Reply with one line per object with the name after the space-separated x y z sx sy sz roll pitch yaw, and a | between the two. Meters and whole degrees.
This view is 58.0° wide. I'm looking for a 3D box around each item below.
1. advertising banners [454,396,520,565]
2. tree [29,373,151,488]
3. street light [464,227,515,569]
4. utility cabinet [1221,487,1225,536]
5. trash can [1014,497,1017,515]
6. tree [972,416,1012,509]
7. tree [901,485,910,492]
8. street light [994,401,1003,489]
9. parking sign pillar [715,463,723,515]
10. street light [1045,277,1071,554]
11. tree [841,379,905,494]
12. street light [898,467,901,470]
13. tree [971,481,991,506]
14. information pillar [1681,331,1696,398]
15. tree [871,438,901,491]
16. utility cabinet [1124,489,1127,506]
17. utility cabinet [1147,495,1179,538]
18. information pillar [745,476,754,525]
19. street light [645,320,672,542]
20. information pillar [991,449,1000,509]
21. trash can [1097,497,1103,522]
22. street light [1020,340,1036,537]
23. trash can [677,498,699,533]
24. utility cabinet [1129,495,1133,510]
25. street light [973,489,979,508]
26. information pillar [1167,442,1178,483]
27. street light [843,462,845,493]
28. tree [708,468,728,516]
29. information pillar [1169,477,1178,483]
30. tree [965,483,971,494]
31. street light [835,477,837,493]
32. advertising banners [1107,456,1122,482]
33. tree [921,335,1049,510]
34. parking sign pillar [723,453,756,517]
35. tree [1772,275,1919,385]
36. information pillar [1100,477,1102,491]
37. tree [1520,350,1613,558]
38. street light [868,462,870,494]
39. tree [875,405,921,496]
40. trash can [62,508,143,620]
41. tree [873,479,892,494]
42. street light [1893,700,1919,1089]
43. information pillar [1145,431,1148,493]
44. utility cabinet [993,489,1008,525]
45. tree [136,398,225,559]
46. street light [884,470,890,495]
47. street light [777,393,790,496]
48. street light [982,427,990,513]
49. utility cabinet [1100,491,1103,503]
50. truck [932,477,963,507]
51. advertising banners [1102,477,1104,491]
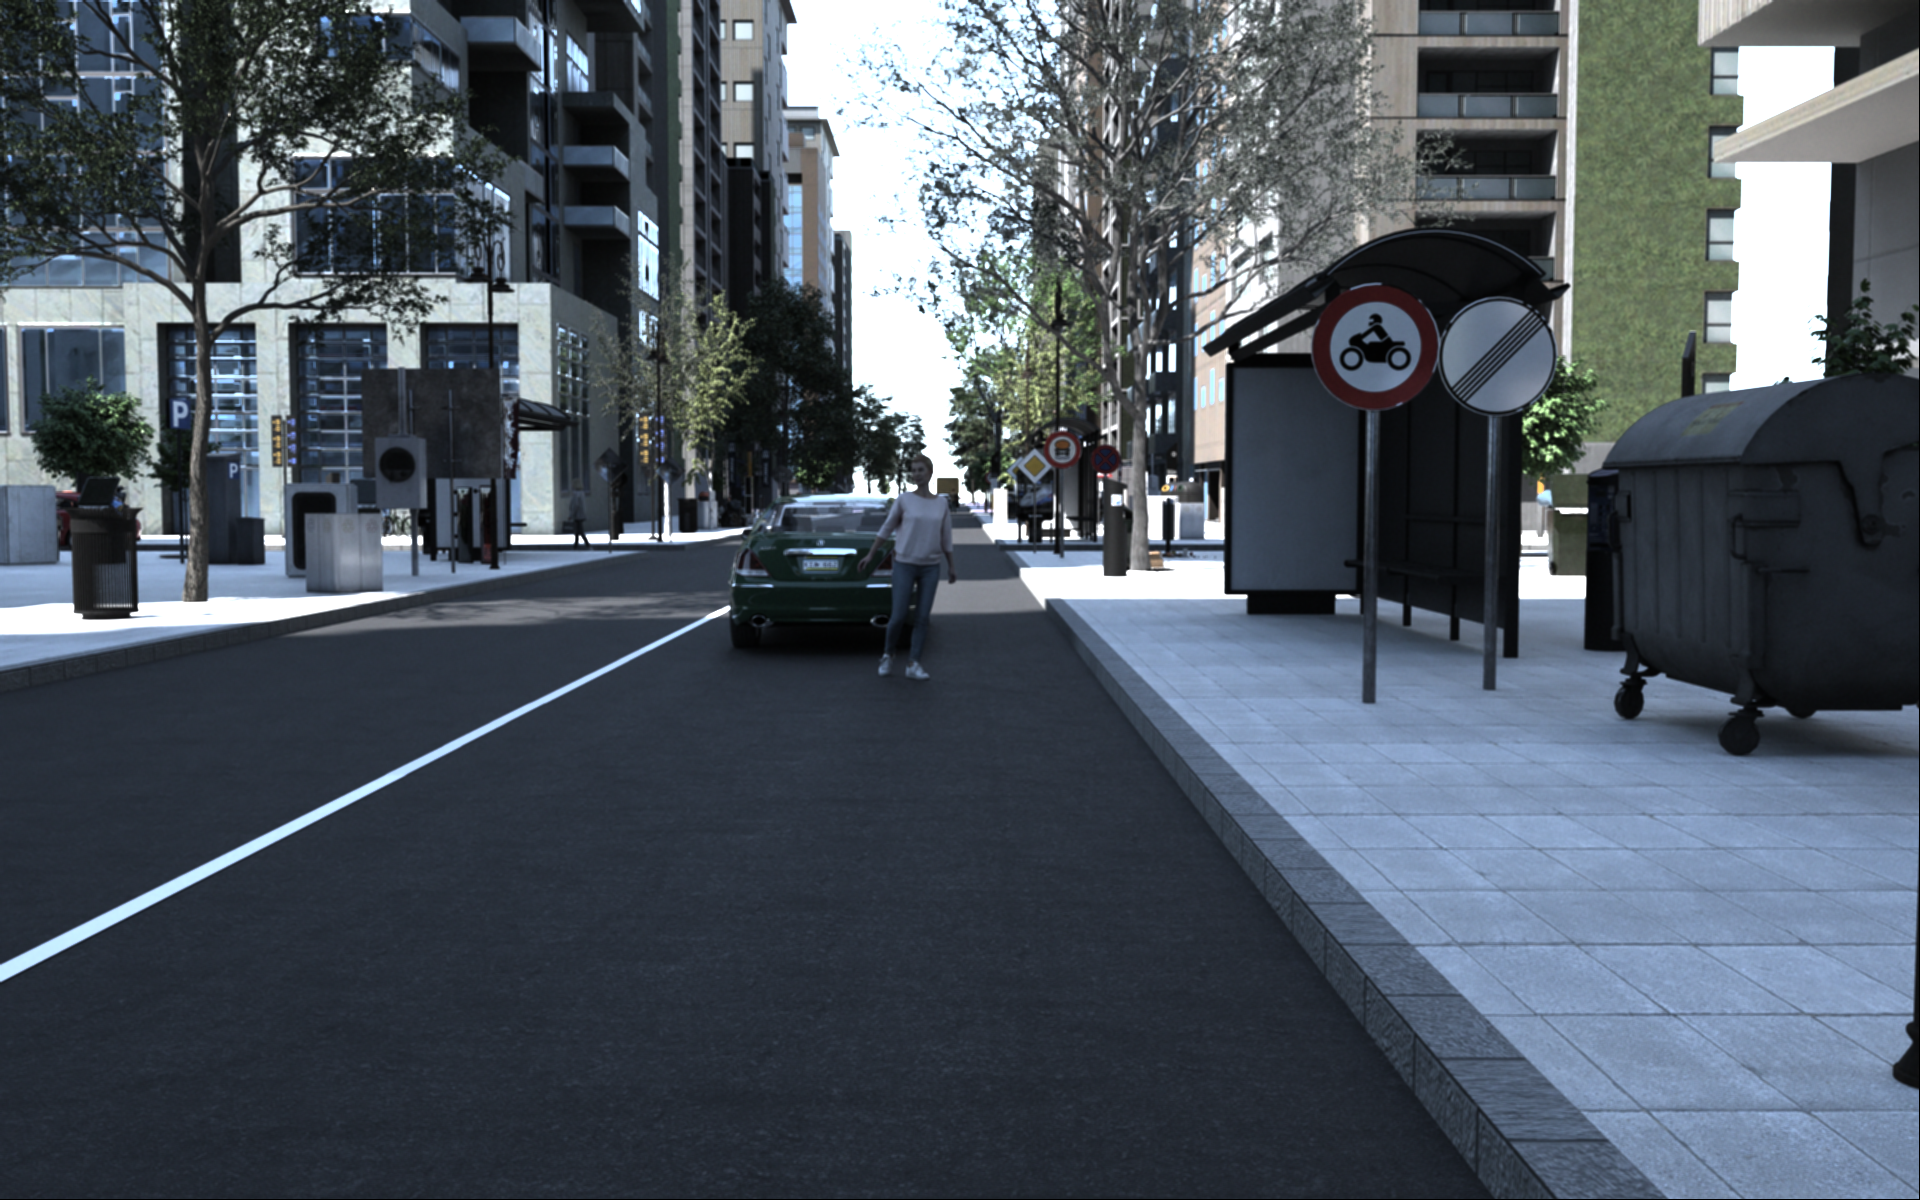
-8.633 -2.166 31.610 2.074 3.025 0.090 3 5 41 | advertising banners
-23.605 -3.877 47.097 4.285 4.588 4.351 0 3 0 | tree
-7.979 -3.470 29.515 0.468 5.910 1.993 0 3 0 | street light
8.025 -2.653 52.051 0.318 1.500 1.173 0 4 4 | utility cabinet
3.419 -5.360 99.286 0.748 1.137 0.748 0 3 0 | trash can
2.935 -13.609 172.864 4.360 8.622 3.978 0 3 0 | tree
-8.753 -17.339 278.094 1.663 3.219 1.824 0 3 0 | tree
1.928 -6.932 86.133 0.468 5.910 1.993 0 3 0 | street light
-14.527 -7.041 103.598 1.447 3.967 1.447 1 4 10 | parking sign pillar
2.089 -3.928 37.017 0.468 5.910 1.993 0 3 0 | street light
-9.174 -15.460 170.896 7.486 12.596 7.792 0 3 0 | tree
-8.404 -16.289 239.116 0.468 5.910 1.993 0 3 0 | street light
2.668 -12.138 193.054 1.663 3.219 1.824 0 3 0 | tree
10.414 -2.047 24.823 0.183 3.616 0.504 2 4 34 | information pillar
-9.152 -15.874 209.895 4.360 8.622 3.978 0 3 0 | tree
4.930 -2.735 53.394 0.318 1.500 1.173 0 4 -2 | utility cabinet
5.909 -2.440 51.051 1.020 1.237 0.306 2 4 28 | utility cabinet
-8.711 -4.102 71.562 0.304 2.012 0.304 0 4 6 | information pillar
-8.032 -4.492 46.234 0.468 5.910 1.993 0 3 0 | street light
1.836 -5.996 89.392 0.504 3.616 0.183 0 4 -3 | information pillar
6.062 -4.028 77.514 0.748 1.137 0.748 0 3 0 | trash can
2.033 -4.853 52.142 0.468 5.910 1.993 0 3 0 | street light
-8.941 -2.771 56.961 0.748 1.137 0.748 0 3 0 | trash can
8.414 -4.262 80.843 1.020 1.237 0.306 2 4 24 | utility cabinet
1.714 -11.610 162.618 0.468 5.910 1.993 0 3 0 | street light
9.516 -5.278 77.647 0.504 3.616 0.183 1 4 19 | information pillar
-8.185 -9.138 122.201 0.468 5.910 1.993 0 3 0 | street light
-14.021 -6.414 99.475 1.663 3.219 1.824 0 3 0 | tree
8.980 -4.190 72.995 0.304 2.012 0.304 2 4 30 | information pillar
1.522 -15.554 248.901 1.663 3.219 1.824 0 3 0 | tree
-8.167 -8.631 113.906 0.468 5.910 1.993 0 3 0 | street light
7.224 -5.172 80.749 0.090 3.025 2.074 -1 4 -11 | advertising banners
2.669 -14.145 137.921 9.857 13.997 8.962 0 3 0 | tree
-12.075 -6.602 96.416 1.447 3.967 1.447 -2 4 -31 | parking sign pillar
8.092 -1.271 15.379 1.663 3.219 1.824 0 3 0 | tree
9.786 -7.778 118.528 0.504 3.616 0.183 1 4 19 | information pillar
11.585 -3.168 35.514 4.285 4.588 4.351 0 3 0 | tree
-8.217 -11.213 156.119 0.468 5.910 1.993 0 3 0 | street light
-8.548 -20.760 246.084 9.857 13.997 8.962 0 3 0 | tree
-8.808 -0.378 17.838 0.748 1.137 0.748 0 3 0 | trash can
-8.516 -11.677 185.527 1.663 3.219 1.824 0 3 0 | tree
2.139 -1.885 3.604 0.468 5.910 1.993 0 3 0 | street light
6.902 -4.471 64.450 0.183 3.616 0.504 0 4 -3 | information pillar
1.652 -3.765 70.238 0.318 1.500 1.173 -1 4 -13 | utility cabinet
-15.678 -2.456 34.752 1.663 3.219 1.824 0 3 0 | tree
-8.391 -14.244 205.684 0.468 5.910 1.993 0 3 0 | street light
-8.111 -6.536 79.647 0.468 5.910 1.993 0 3 0 | street light
1.835 -9.018 120.232 0.468 5.910 1.993 0 3 0 | street light
8.688 -5.765 102.941 0.318 1.500 1.173 -1 4 -18 | utility cabinet
-1.352 -11.942 191.181 3.469 3.379 9.791 0 4 -1 | truck
8.786 -7.104 112.339 2.074 3.025 0.090 -1 4 -22 | advertising banners
